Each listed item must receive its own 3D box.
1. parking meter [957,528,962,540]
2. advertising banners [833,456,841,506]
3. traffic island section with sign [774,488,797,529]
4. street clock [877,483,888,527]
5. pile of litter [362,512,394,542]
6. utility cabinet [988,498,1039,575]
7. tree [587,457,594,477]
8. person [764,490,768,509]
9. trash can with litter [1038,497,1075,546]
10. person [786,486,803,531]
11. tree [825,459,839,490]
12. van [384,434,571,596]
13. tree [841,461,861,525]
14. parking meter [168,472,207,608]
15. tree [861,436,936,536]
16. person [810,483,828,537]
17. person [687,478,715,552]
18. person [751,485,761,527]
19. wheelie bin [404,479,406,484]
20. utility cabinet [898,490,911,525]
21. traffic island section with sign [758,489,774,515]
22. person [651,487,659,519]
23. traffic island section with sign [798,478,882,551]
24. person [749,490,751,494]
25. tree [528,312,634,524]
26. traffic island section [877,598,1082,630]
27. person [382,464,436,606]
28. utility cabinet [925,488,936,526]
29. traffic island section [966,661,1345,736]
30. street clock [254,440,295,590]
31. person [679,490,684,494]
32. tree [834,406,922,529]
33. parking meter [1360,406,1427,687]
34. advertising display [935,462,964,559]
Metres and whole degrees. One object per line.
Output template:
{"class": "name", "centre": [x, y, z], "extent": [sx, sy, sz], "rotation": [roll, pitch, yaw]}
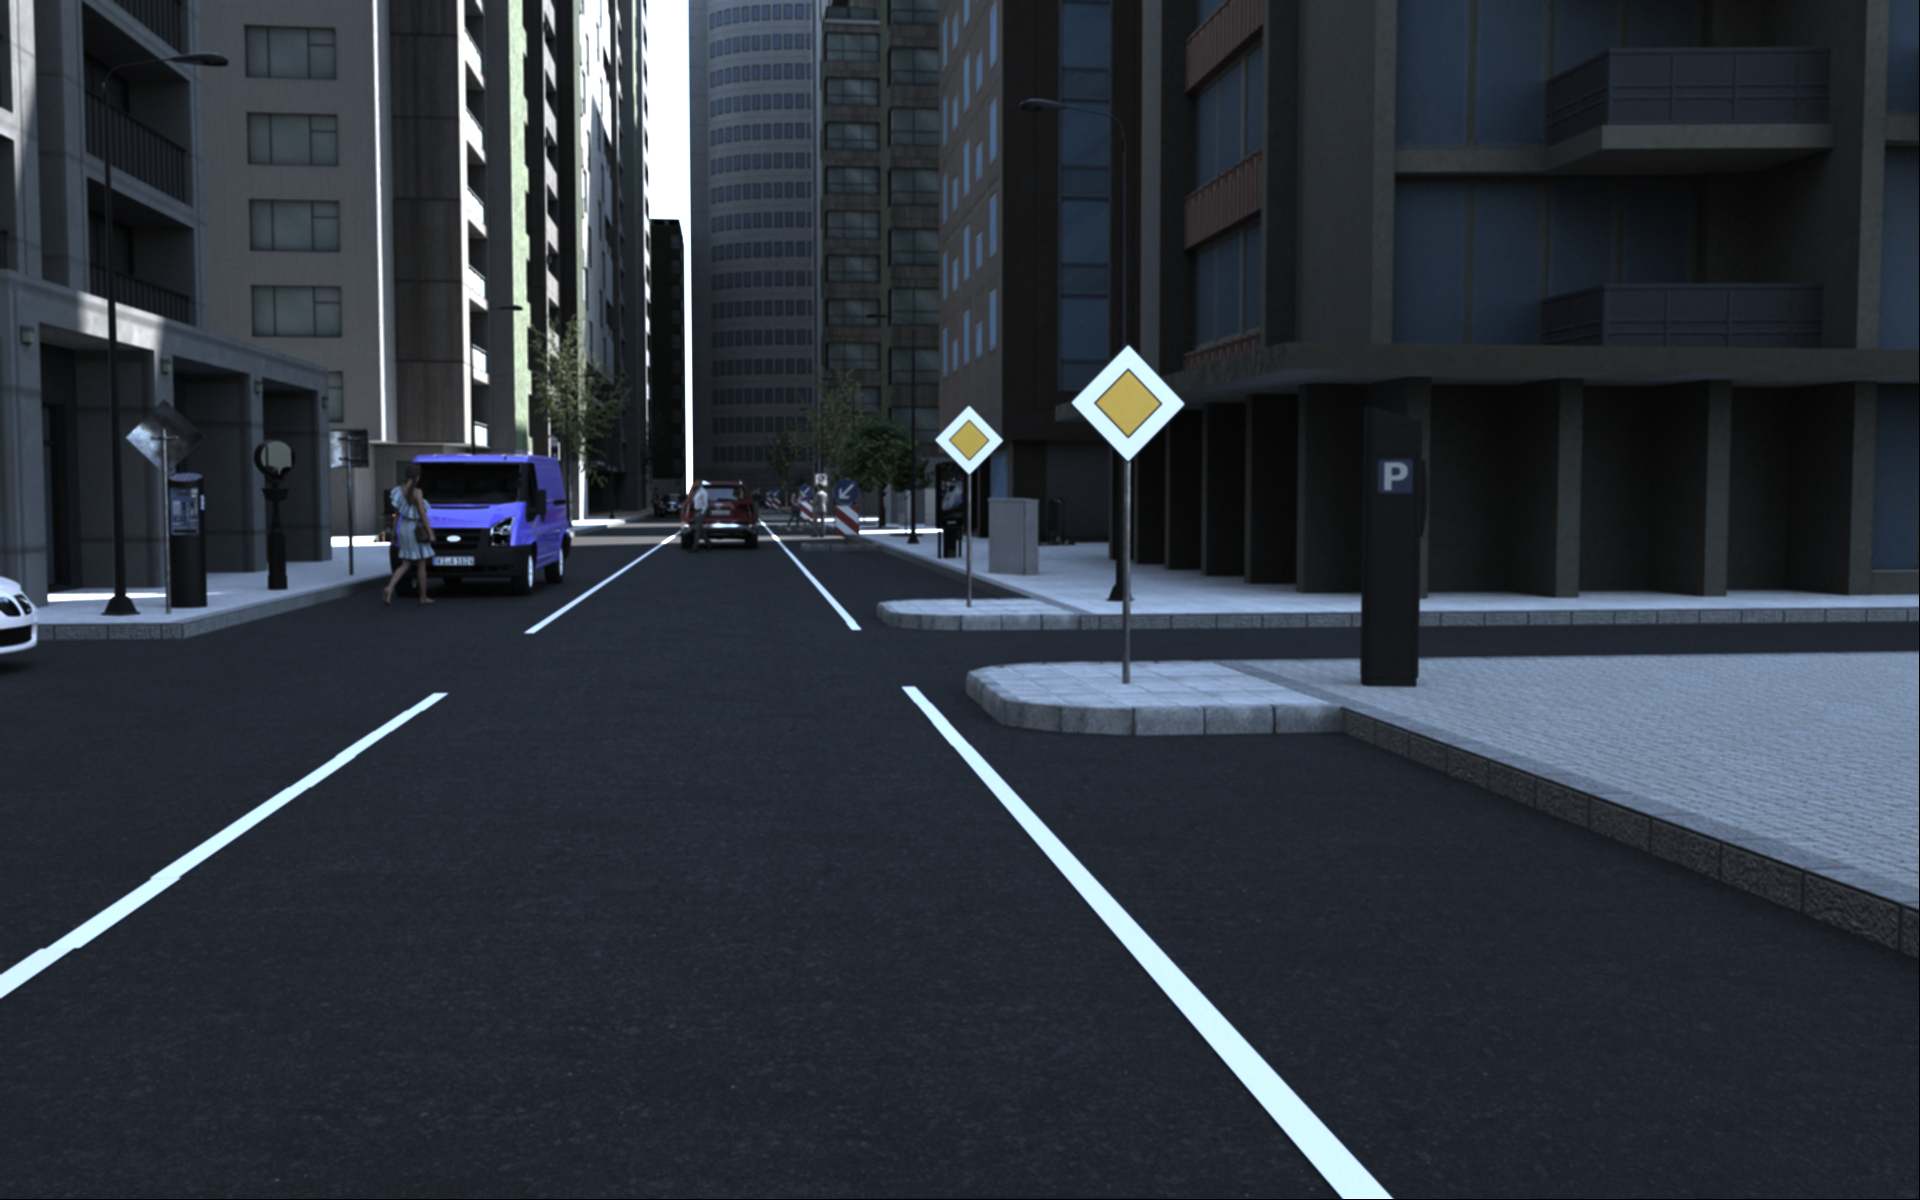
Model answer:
{"class": "parking meter", "centre": [-0.124, -2.448, 48.431], "extent": [0.372, 1.533, 0.369], "rotation": [0, 3, 0]}
{"class": "advertising banners", "centre": [-5.420, -4.931, 76.812], "extent": [0.090, 3.025, 2.074], "rotation": [0, 4, 4]}
{"class": "traffic island section with sign", "centre": [-6.496, -3.818, 71.045], "extent": [1.989, 1.847, 2.006], "rotation": [0, 4, -7]}
{"class": "street clock", "centre": [-3.071, -3.907, 68.441], "extent": [0.358, 2.002, 0.471], "rotation": [3, 4, 37]}
{"class": "pile of litter", "centre": [-15.140, -1.983, 46.387], "extent": [1.719, 0.858, 1.176], "rotation": [1, 4, 23]}
{"class": "utility cabinet", "centre": [0.859, -1.015, 27.759], "extent": [0.306, 1.237, 1.020], "rotation": [-2, 4, -33]}
{"class": "tree", "centre": [-21.013, -6.573, 91.186], "extent": [4.285, 4.588, 4.351], "rotation": [0, 3, 0]}
{"class": "person", "centre": [-17.886, -9.287, 160.297], "extent": [0.705, 1.831, 1.348], "rotation": [1, 4, 13]}
{"class": "trash can with litter", "centre": [2.047, -1.980, 43.430], "extent": [2.233, 1.210, 1.678], "rotation": [-3, 4, -39]}
{"class": "person", "centre": [-6.458, -3.578, 67.586], "extent": [0.643, 1.750, 0.593], "rotation": [1, 4, 22]}
{"class": "tree", "centre": [-5.156, -5.246, 80.367], "extent": [1.663, 3.219, 1.824], "rotation": [0, 3, 0]}
{"class": "van", "centre": [-7.166, -1.331, 26.144], "extent": [2.240, 2.365, 5.245], "rotation": [0, 4, -6]}
{"class": "tree", "centre": [-4.038, -4.755, 72.348], "extent": [1.663, 3.219, 1.824], "rotation": [0, 3, 0]}
{"class": "parking meter", "centre": [-8.763, -0.687, 19.644], "extent": [0.372, 1.533, 0.369], "rotation": [0, 3, 0]}
{"class": "tree", "centre": [-1.741, -3.572, 53.005], "extent": [1.663, 3.219, 1.824], "rotation": [0, 3, 0]}
{"class": "person", "centre": [-4.727, -2.997, 57.701], "extent": [0.583, 1.804, 0.606], "rotation": [2, 4, 34]}
{"class": "person", "centre": [-6.440, -2.098, 42.897], "extent": [0.850, 1.850, 0.679], "rotation": [-3, 5, -40]}
{"class": "person", "centre": [-8.862, -4.105, 75.422], "extent": [0.447, 1.846, 0.655], "rotation": [-2, 4, -26]}
{"class": "wheelie bin", "centre": [-11.833, -1.815, 37.582], "extent": [0.693, 1.594, 0.980], "rotation": [2, 4, 27]}
{"class": "utility cabinet", "centre": [-2.269, -3.774, 70.388], "extent": [0.318, 1.500, 1.173], "rotation": [-1, 4, -15]}
{"class": "traffic island section with sign", "centre": [-12.985, -6.887, 121.222], "extent": [1.989, 1.847, 2.006], "rotation": [0, 4, -7]}
{"class": "person", "centre": [-17.548, -5.573, 99.718], "extent": [0.705, 1.812, 1.348], "rotation": [-1, 4, -23]}
{"class": "traffic island section with sign", "centre": [-3.058, -2.182, 44.309], "extent": [1.989, 1.847, 2.006], "rotation": [0, 4, -7]}
{"class": "person", "centre": [-17.639, -8.380, 146.068], "extent": [0.434, 1.755, 0.990], "rotation": [2, 4, 34]}
{"class": "tree", "centre": [-15.711, -7.333, 70.259], "extent": [4.737, 8.622, 4.395], "rotation": [0, 3, 0]}
{"class": "traffic island section", "centre": [0.122, 0.160, 19.663], "extent": [2.009, 0.180, 2.903], "rotation": [0, 4, -7]}
{"class": "person", "centre": [-7.031, -0.834, 22.224], "extent": [0.616, 1.811, 0.778], "rotation": [2, 4, 33]}
{"class": "utility cabinet", "centre": [-0.807, -3.671, 68.694], "extent": [1.173, 1.500, 0.318], "rotation": [0, 4, -1]}
{"class": "traffic island section", "centre": [1.143, 0.645, 11.743], "extent": [2.009, 0.180, 2.903], "rotation": [0, 4, -7]}
{"class": "street clock", "centre": [-9.182, -1.142, 23.248], "extent": [0.471, 2.002, 0.358], "rotation": [-3, 5, -42]}
{"class": "person", "centre": [-22.569, -8.057, 140.674], "extent": [0.683, 1.767, 0.568], "rotation": [-1, 4, -17]}
{"class": "tree", "centre": [-3.061, -4.923, 64.213], "extent": [4.285, 4.588, 4.351], "rotation": [0, 3, 0]}
{"class": "parking meter", "centre": [2.907, -0.361, 11.606], "extent": [0.399, 1.863, 0.255], "rotation": [0, 4, 7]}
{"class": "advertising display", "centre": [-0.202, -1.810, 34.815], "extent": [0.123, 1.923, 0.974], "rotation": [2, 4, 29]}
